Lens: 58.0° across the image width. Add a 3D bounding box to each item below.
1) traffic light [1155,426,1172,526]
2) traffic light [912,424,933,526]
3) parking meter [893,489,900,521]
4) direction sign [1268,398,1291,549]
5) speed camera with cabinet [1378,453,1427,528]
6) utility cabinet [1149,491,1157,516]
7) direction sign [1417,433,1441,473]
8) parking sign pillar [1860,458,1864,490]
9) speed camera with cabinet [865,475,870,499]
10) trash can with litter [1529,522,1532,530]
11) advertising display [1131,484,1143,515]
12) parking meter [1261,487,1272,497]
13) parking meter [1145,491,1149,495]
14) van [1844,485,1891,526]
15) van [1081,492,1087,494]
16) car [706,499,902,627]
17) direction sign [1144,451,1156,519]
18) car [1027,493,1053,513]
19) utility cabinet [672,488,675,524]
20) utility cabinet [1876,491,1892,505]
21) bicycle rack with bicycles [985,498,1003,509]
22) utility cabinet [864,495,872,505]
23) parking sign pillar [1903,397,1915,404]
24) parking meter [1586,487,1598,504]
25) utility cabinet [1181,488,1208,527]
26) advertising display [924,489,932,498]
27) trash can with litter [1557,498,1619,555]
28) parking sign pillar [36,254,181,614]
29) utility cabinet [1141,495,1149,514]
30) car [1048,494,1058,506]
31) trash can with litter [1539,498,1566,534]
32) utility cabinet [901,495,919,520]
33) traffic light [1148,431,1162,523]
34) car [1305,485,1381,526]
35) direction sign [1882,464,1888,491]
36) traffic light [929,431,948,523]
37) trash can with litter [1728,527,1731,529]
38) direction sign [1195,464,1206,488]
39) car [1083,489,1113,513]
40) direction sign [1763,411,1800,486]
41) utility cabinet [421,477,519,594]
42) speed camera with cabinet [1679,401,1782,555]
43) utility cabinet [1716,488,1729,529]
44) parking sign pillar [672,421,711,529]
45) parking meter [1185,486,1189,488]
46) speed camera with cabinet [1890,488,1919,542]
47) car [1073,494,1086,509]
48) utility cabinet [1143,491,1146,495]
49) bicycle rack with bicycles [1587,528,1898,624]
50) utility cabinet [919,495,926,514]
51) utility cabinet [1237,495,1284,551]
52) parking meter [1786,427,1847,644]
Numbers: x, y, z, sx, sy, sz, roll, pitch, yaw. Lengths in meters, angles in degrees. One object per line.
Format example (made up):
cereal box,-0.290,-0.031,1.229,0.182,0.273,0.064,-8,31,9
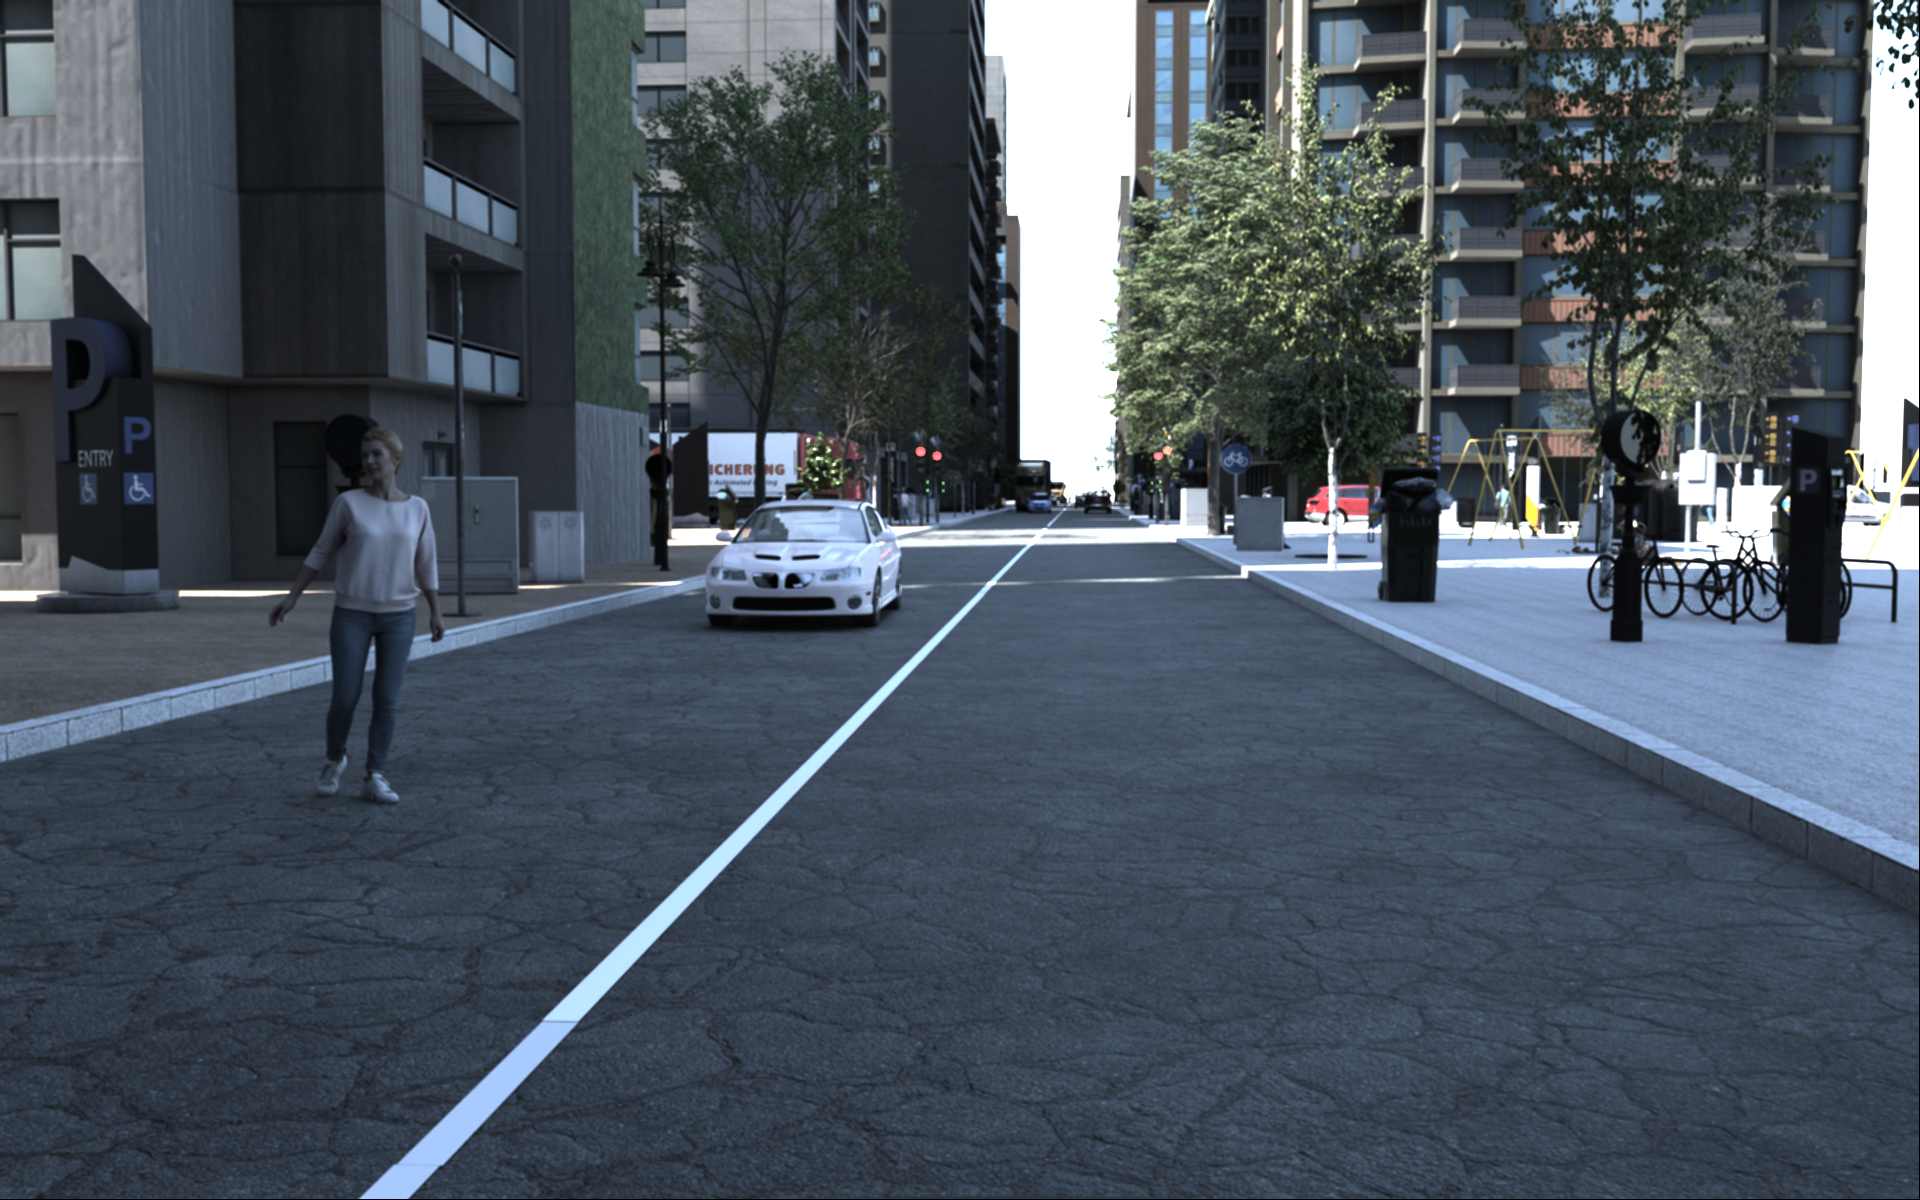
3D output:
traffic light,8.205,-4.890,68.876,0.839,4.253,0.868,0,4,4
traffic light,-1.534,-4.930,69.531,0.839,4.253,0.868,0,4,4
parking meter,-3.046,-4.634,84.171,0.372,1.533,0.369,0,3,0
direction sign,7.574,-2.968,40.529,0.379,3.537,0.876,-3,5,-43
speed camera with cabinet,16.910,-4.362,65.659,2.038,3.252,0.660,3,5,43
utility cabinet,11.367,-5.685,101.635,0.318,1.500,1.173,0,4,-8
direction sign,17.328,-4.408,64.060,0.876,3.537,0.379,0,4,3
parking sign pillar,48.597,-6.473,94.306,1.447,3.967,1.447,0,4,-5
speed camera with cabinet,-5.292,-5.367,82.090,2.038,3.252,0.660,-2,4,-25
trash can with litter,20.509,-3.064,61.490,0.624,1.170,1.055,1,4,16
advertising display,10.961,-6.249,107.384,0.123,1.923,0.974,-3,4,-37
parking meter,10.530,-3.122,59.452,0.372,1.533,0.369,0,3,0
parking meter,12.787,-6.684,117.700,0.372,1.533,0.369,0,3,0
van,36.469,-3.927,71.218,4.112,2.044,2.013,0,4,4
van,21.087,-17.483,292.864,2.013,2.044,4.112,0,4,4
car,-1.727,-0.484,20.276,2.083,1.381,4.827,0,4,3
direction sign,10.034,-6.030,90.579,0.876,3.537,0.379,-1,4,-10
car,6.013,-7.387,130.370,1.945,1.707,3.694,0,4,4
utility cabinet,-10.925,-3.633,68.075,0.318,1.500,1.173,1,4,18
utility cabinet,65.958,-7.047,123.895,1.173,1.500,0.318,3,5,42
bicycle rack with bicycles,2.667,-8.220,147.786,2.852,0.926,2.925,0,4,2
utility cabinet,-4.937,-4.663,87.395,1.020,1.237,0.306,-3,4,-37
parking sign pillar,26.988,-3.659,48.303,1.447,3.967,1.447,0,4,-1
parking meter,21.648,-3.117,59.373,0.372,1.533,0.369,0,3,0
utility cabinet,9.061,-3.550,66.719,1.173,1.500,0.318,-2,4,-30
advertising display,-2.113,-6.683,114.487,0.123,1.923,0.974,2,4,28
trash can with litter,13.798,-1.614,37.448,1.678,1.210,2.233,-1,4,-13
parking sign pillar,-9.469,-1.877,19.158,1.447,3.967,1.447,2,4,34
utility cabinet,11.547,-5.982,108.973,1.020,1.237,0.306,-2,4,-28
car,10.534,-11.877,203.975,2.009,1.686,4.222,0,4,2
trash can with litter,18.833,-2.668,55.001,0.624,1.170,1.055,3,5,41
utility cabinet,-2.619,-4.613,86.584,0.306,1.237,1.020,-3,4,-37
traffic light,8.756,-5.377,76.843,0.839,4.253,0.868,0,4,4
car,16.930,-3.840,71.452,5.304,1.827,2.281,0,4,6
direction sign,69.317,-8.429,129.811,0.876,3.537,0.379,-3,5,-40
traffic light,-0.984,-5.418,77.497,0.839,4.253,0.868,0,4,4
trash can with litter,28.734,-3.255,64.279,2.233,1.210,1.678,-3,4,-38
direction sign,18.325,-8.553,131.830,0.876,3.537,0.379,2,4,29
car,10.380,-7.451,130.503,2.281,1.827,5.304,0,4,4
direction sign,22.584,-3.406,47.685,0.876,3.537,0.379,2,4,28
utility cabinet,-6.260,-0.824,22.150,1.173,1.500,0.318,-1,4,-11
speed camera with cabinet,16.440,-2.601,36.858,2.038,3.252,0.660,2,4,29
utility cabinet,27.435,-3.279,62.293,0.318,1.500,1.173,2,4,28
parking sign pillar,-9.994,-4.638,64.302,1.447,3.967,1.447,0,4,-1
parking meter,16.934,-7.596,129.909,0.399,1.863,0.255,3,4,36
speed camera with cabinet,26.018,-3.168,46.132,2.038,3.252,0.660,1,4,22
car,12.270,-9.754,171.272,2.131,1.459,4.920,0,4,4
utility cabinet,12.651,-6.853,120.722,0.318,1.500,1.173,-3,5,-39
bicycle rack with bicycles,8.250,-0.276,17.889,2.852,0.926,2.925,-1,4,-8
utility cabinet,-2.733,-6.186,112.298,1.020,1.237,0.306,0,4,-3
utility cabinet,6.787,-1.712,39.145,1.020,1.237,0.306,1,4,17
parking meter,7.375,-0.562,14.907,0.255,1.863,0.399,-2,4,-30
